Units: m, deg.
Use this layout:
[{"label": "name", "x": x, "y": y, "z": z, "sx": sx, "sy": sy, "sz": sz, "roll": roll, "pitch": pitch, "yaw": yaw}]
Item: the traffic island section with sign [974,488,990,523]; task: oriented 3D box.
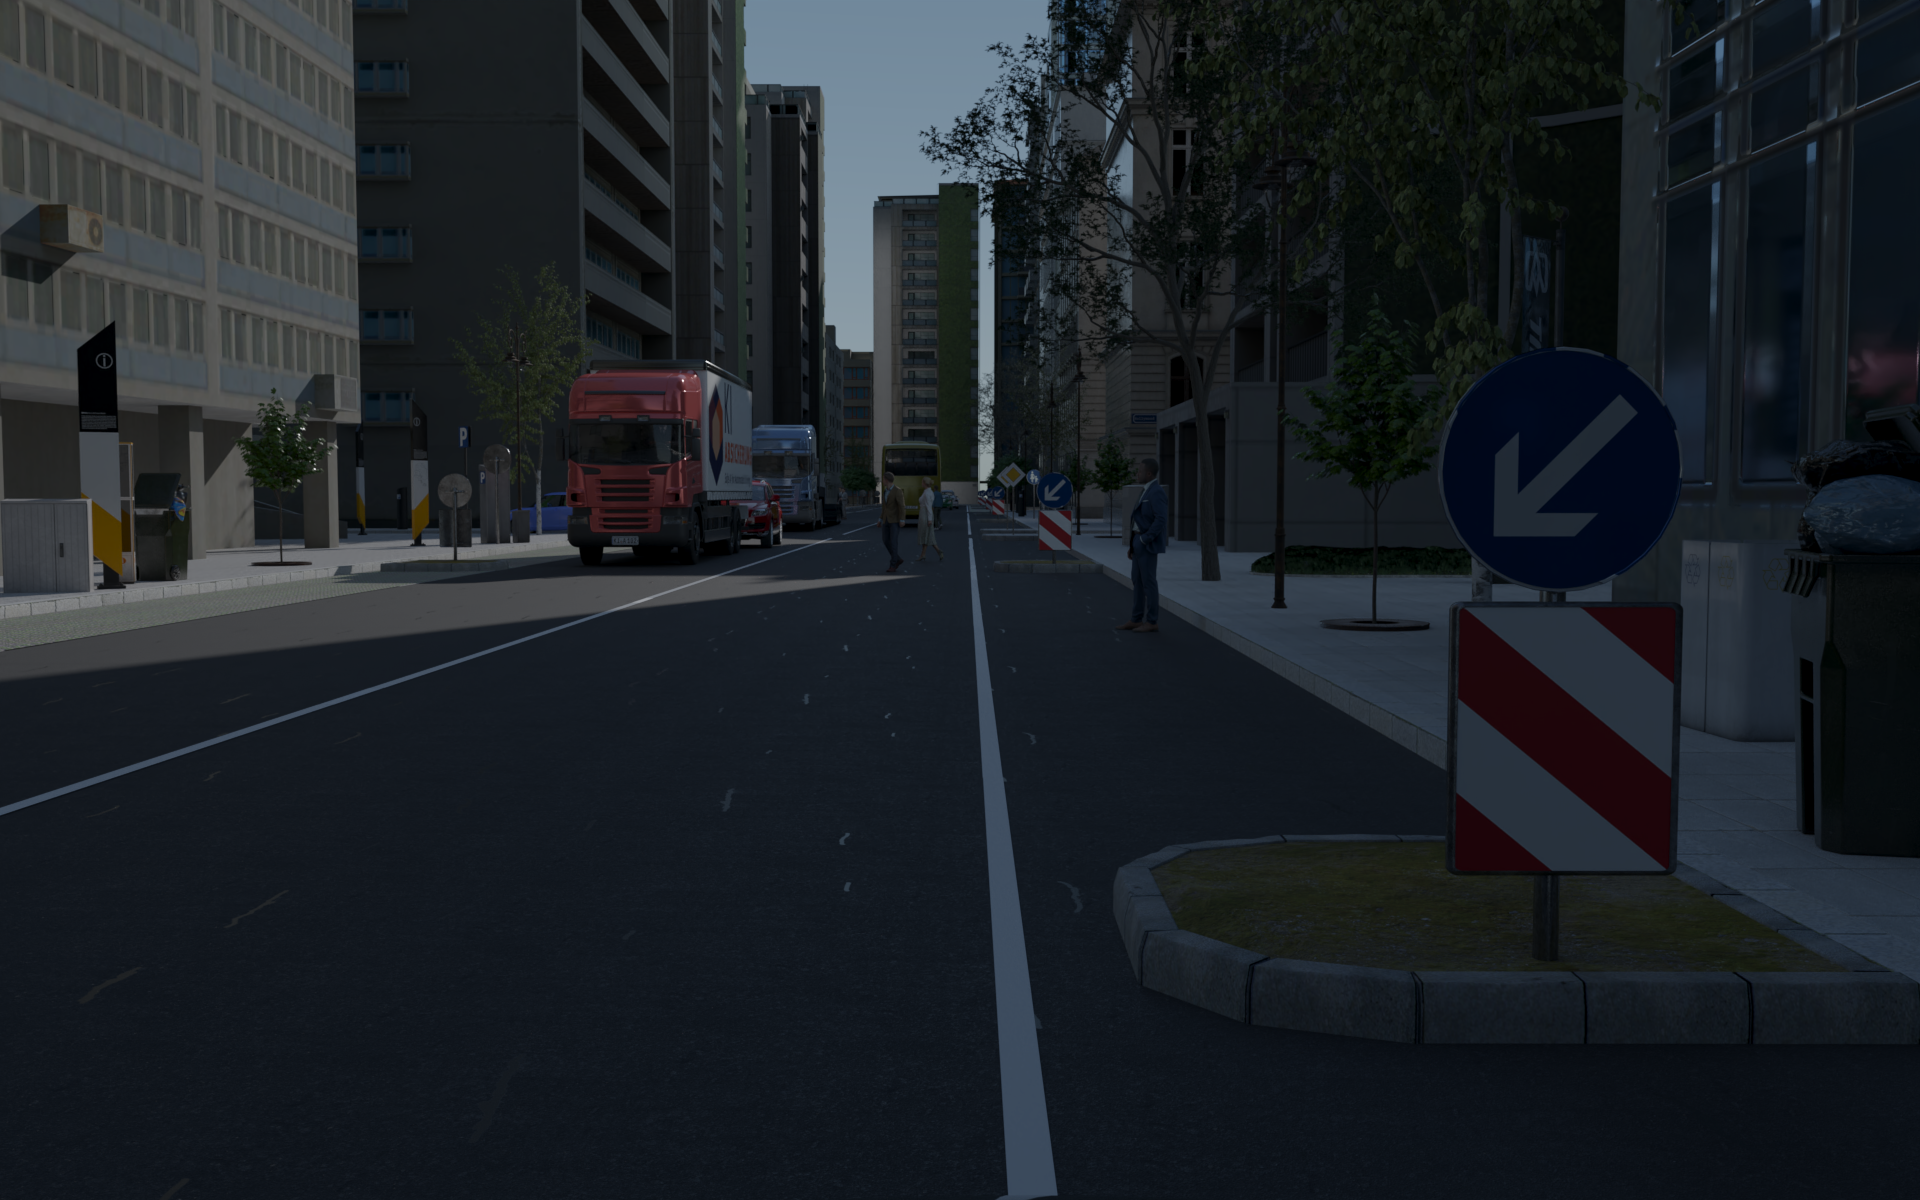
[{"label": "traffic island section with sign", "x": 1.817, "y": -4.837, "z": 87.719, "sx": 1.989, "sy": 1.847, "sz": 2.006, "roll": 0, "pitch": 4, "yaw": 0}]

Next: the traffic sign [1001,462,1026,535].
[{"label": "traffic sign", "x": 1.674, "y": -3.107, "z": 54.447, "sx": 0.795, "sy": 2.450, "sz": 0.064, "roll": 0, "pitch": 4, "yaw": 0}]

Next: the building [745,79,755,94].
[{"label": "building", "x": -29.925, "y": -27.972, "z": 149.223, "sx": 32.217, "sy": 40.220, "sz": 23.993, "roll": 0, "pitch": 4, "yaw": 0}]

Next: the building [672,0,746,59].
[{"label": "building", "x": -20.882, "y": -25.831, "z": 105.933, "sx": 14.154, "sy": 41.232, "sz": 14.086, "roll": 0, "pitch": 4, "yaw": 0}]

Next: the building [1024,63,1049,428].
[{"label": "building", "x": 18.681, "y": -35.239, "z": 195.773, "sx": 23.786, "sy": 49.044, "sz": 30.456, "roll": 0, "pitch": 4, "yaw": 0}]

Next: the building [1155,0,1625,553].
[{"label": "building", "x": 16.138, "y": -36.823, "z": 40.316, "sx": 20.563, "sy": 71.187, "sz": 20.611, "roll": 0, "pitch": 4, "yaw": 0}]

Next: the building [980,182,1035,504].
[{"label": "building", "x": 17.083, "y": -35.381, "z": 233.101, "sx": 28.867, "sy": 44.769, "sz": 22.147, "roll": 0, "pitch": 4, "yaw": 0}]

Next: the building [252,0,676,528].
[{"label": "building", "x": -24.652, "y": -27.516, "z": 73.594, "sx": 21.300, "sy": 48.544, "sz": 21.600, "roll": 0, "pitch": 4, "yaw": 0}]

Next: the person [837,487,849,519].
[{"label": "person", "x": -6.810, "y": -5.578, "z": 99.483, "sx": 0.659, "sy": 1.850, "sz": 0.755, "roll": 2, "pitch": 4, "yaw": 29}]

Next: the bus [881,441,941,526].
[{"label": "bus", "x": -2.219, "y": -5.381, "z": 79.528, "sx": 2.896, "sy": 3.916, "sz": 12.252, "roll": 0, "pitch": 4, "yaw": -1}]

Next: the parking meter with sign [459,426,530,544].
[{"label": "parking meter with sign", "x": -12.101, "y": -2.989, "z": 45.125, "sx": 1.738, "sy": 3.016, "sz": 0.543, "roll": -3, "pitch": 5, "yaw": -41}]

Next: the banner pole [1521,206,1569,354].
[{"label": "banner pole", "x": 5.062, "y": -1.530, "z": 15.030, "sx": 0.863, "sy": 3.779, "sz": 0.401, "roll": -3, "pitch": 5, "yaw": -42}]

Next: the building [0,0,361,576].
[{"label": "building", "x": -26.135, "y": -20.966, "z": 34.671, "sx": 23.993, "sy": 40.220, "sz": 32.217, "roll": 0, "pitch": 4, "yaw": 0}]

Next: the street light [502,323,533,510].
[{"label": "street light", "x": -11.938, "y": -4.529, "z": 46.841, "sx": 0.468, "sy": 5.910, "sz": 1.993, "roll": 0, "pitch": 4, "yaw": 0}]

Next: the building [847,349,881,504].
[{"label": "building", "x": -25.881, "y": -23.911, "z": 235.979, "sx": 28.899, "sy": 21.520, "sz": 27.650, "roll": 0, "pitch": 4, "yaw": 0}]

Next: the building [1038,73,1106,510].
[{"label": "building", "x": 11.658, "y": -21.094, "z": 122.376, "sx": 11.434, "sy": 29.767, "sz": 29.804, "roll": 0, "pitch": 4, "yaw": 0}]

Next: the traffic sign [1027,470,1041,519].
[{"label": "traffic sign", "x": 3.851, "y": -5.499, "z": 90.013, "sx": 0.768, "sy": 2.556, "sz": 0.104, "roll": 0, "pitch": 4, "yaw": 3}]

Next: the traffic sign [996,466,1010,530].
[{"label": "traffic sign", "x": 1.702, "y": -3.596, "z": 62.432, "sx": 0.795, "sy": 2.450, "sz": 0.064, "roll": 0, "pitch": 4, "yaw": 0}]

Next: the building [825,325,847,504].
[{"label": "building", "x": -28.760, "y": -21.652, "z": 199.046, "sx": 28.899, "sy": 21.520, "sz": 27.650, "roll": 0, "pitch": 4, "yaw": 0}]

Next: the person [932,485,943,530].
[{"label": "person", "x": -0.897, "y": -3.680, "z": 69.016, "sx": 0.601, "sy": 1.785, "sz": 0.444, "roll": -2, "pitch": 4, "yaw": -34}]

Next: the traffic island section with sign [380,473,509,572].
[{"label": "traffic island section with sign", "x": -9.639, "y": -1.471, "z": 32.672, "sx": 1.989, "sy": 1.847, "sz": 2.006, "roll": 0, "pitch": 4, "yaw": 0}]

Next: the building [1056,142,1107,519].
[{"label": "building", "x": 10.710, "y": -15.216, "z": 97.933, "sx": 9.793, "sy": 20.994, "sz": 18.267, "roll": 0, "pitch": 4, "yaw": 0}]

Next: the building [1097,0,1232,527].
[{"label": "building", "x": 23.312, "y": -15.340, "z": 69.889, "sx": 34.723, "sy": 24.649, "sz": 14.460, "roll": 0, "pitch": 4, "yaw": 0}]

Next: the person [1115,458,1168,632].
[{"label": "person", "x": 1.943, "y": -0.573, "z": 18.044, "sx": 0.419, "sy": 1.800, "sz": 0.721, "roll": -1, "pitch": 4, "yaw": -17}]

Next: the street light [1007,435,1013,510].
[{"label": "street light", "x": 3.988, "y": -10.020, "z": 136.617, "sx": 0.468, "sy": 5.910, "sz": 1.993, "roll": 0, "pitch": 4, "yaw": 0}]

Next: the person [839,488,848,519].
[{"label": "person", "x": -6.643, "y": -5.464, "z": 98.044, "sx": 0.583, "sy": 1.804, "sz": 0.606, "roll": -2, "pitch": 4, "yaw": -33}]

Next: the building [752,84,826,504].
[{"label": "building", "x": -20.669, "y": -29.664, "z": 168.593, "sx": 14.154, "sy": 41.232, "sz": 14.086, "roll": 0, "pitch": 4, "yaw": 0}]

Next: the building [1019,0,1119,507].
[{"label": "building", "x": 17.182, "y": -52.034, "z": 163.428, "sx": 22.319, "sy": 86.520, "sz": 31.000, "roll": 0, "pitch": 4, "yaw": 0}]

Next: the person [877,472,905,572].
[{"label": "person", "x": -1.272, "y": -1.449, "z": 32.099, "sx": 0.656, "sy": 1.842, "sz": 0.836, "roll": 1, "pitch": 4, "yaw": 19}]

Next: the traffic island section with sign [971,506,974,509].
[{"label": "traffic island section with sign", "x": 1.910, "y": -6.540, "z": 115.557, "sx": 1.989, "sy": 1.847, "sz": 2.006, "roll": 0, "pitch": 4, "yaw": 0}]

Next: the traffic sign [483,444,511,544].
[{"label": "traffic sign", "x": -11.831, "y": -2.699, "z": 44.241, "sx": 0.768, "sy": 2.556, "sz": 0.104, "roll": 1, "pitch": 4, "yaw": 10}]

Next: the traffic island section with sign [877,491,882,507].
[{"label": "traffic island section with sign", "x": -9.084, "y": -11.178, "z": 191.389, "sx": 1.989, "sy": 1.847, "sz": 2.006, "roll": 0, "pitch": 4, "yaw": 0}]

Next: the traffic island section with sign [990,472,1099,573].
[{"label": "traffic island section with sign", "x": 1.627, "y": -1.455, "z": 32.411, "sx": 1.989, "sy": 1.847, "sz": 2.006, "roll": 0, "pitch": 4, "yaw": 0}]

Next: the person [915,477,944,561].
[{"label": "person", "x": -0.644, "y": -1.727, "z": 36.958, "sx": 0.641, "sy": 1.798, "sz": 0.478, "roll": 1, "pitch": 4, "yaw": 23}]

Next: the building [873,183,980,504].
[{"label": "building", "x": -4.407, "y": -33.418, "z": 229.976, "sx": 14.086, "sy": 41.232, "sz": 14.154, "roll": 0, "pitch": 4, "yaw": 0}]

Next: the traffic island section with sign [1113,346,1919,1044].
[{"label": "traffic island section with sign", "x": 1.518, "y": 0.194, "z": 5.456, "sx": 1.989, "sy": 1.847, "sz": 2.006, "roll": 0, "pitch": 4, "yaw": 0}]

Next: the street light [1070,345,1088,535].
[{"label": "street light", "x": 3.696, "y": -4.959, "z": 53.875, "sx": 0.468, "sy": 5.910, "sz": 1.993, "roll": 0, "pitch": 4, "yaw": 0}]

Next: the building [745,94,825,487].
[{"label": "building", "x": -17.675, "y": -21.835, "z": 128.711, "sx": 14.160, "sy": 30.474, "sz": 14.107, "roll": 0, "pitch": 4, "yaw": 0}]

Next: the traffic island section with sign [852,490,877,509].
[{"label": "traffic island section with sign", "x": -9.185, "y": -9.529, "z": 164.434, "sx": 1.989, "sy": 1.847, "sz": 2.006, "roll": 0, "pitch": 4, "yaw": 0}]

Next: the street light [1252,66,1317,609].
[{"label": "street light", "x": 3.589, "y": -2.844, "z": 19.295, "sx": 0.468, "sy": 5.910, "sz": 1.993, "roll": 0, "pitch": 4, "yaw": 0}]
